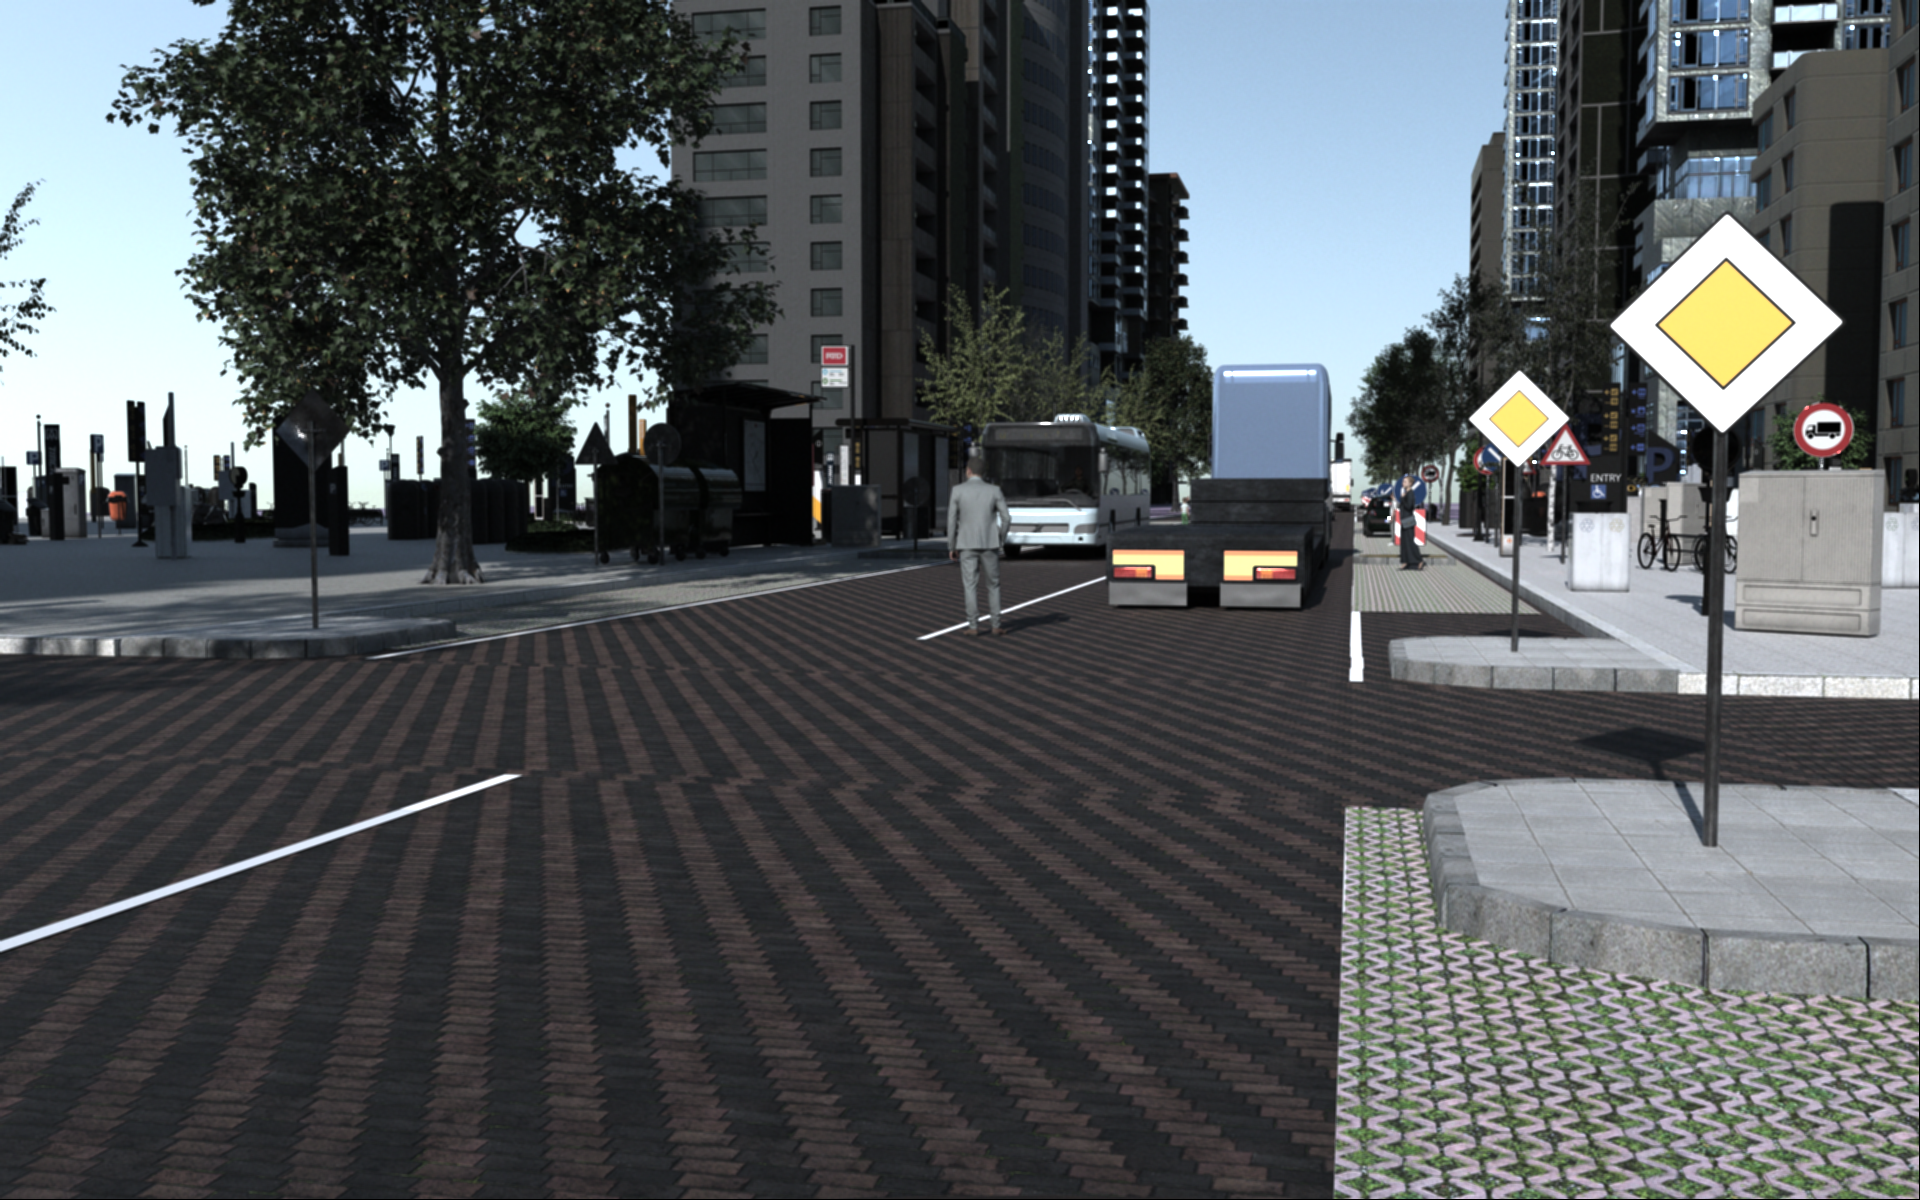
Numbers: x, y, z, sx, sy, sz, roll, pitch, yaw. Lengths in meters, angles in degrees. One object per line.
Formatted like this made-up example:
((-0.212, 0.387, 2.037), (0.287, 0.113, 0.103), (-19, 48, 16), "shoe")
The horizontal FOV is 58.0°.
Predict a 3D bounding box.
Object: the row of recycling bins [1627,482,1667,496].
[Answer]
((23.360, -3.057, 57.095), (3.534, 1.692, 1.069), (2, 4, 26), "row of recycling bins")

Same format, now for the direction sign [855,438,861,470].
((-3.137, -3.933, 56.309), (0.876, 3.537, 0.379), (2, 4, 26), "direction sign")

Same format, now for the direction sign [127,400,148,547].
((-20.061, -3.074, 42.262), (0.379, 3.537, 0.876), (0, 4, 0), "direction sign")

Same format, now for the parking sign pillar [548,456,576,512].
((-19.485, -5.889, 84.764), (1.447, 3.967, 1.447), (-2, 4, -27), "parking sign pillar")

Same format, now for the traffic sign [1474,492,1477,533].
((17.022, -3.494, 57.123), (0.884, 2.594, 0.081), (1, 4, 18), "traffic sign")

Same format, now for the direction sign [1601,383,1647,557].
((13.498, -2.646, 35.259), (0.876, 3.537, 0.379), (0, 4, 4), "direction sign")

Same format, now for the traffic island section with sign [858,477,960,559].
((-1.073, -1.851, 38.886), (1.989, 1.847, 2.006), (1, 4, 13), "traffic island section with sign")

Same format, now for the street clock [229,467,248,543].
((-19.014, -2.514, 45.682), (0.471, 2.002, 0.358), (2, 4, 33), "street clock")

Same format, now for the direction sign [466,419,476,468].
((-15.055, -3.687, 52.274), (0.876, 3.537, 0.379), (0, 4, -5), "direction sign")

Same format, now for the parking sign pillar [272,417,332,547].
((-16.005, -3.285, 42.179), (1.447, 3.967, 1.447), (-1, 4, -10), "parking sign pillar")

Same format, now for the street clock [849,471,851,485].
((-3.487, -3.037, 54.221), (0.358, 2.002, 0.471), (-1, 4, -9), "street clock")

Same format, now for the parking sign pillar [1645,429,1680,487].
((29.027, -5.084, 71.596), (1.447, 3.967, 1.447), (3, 5, 42), "parking sign pillar")

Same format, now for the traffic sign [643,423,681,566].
((-5.348, -1.890, 31.001), (0.768, 2.556, 0.104), (1, 4, 21), "traffic sign")

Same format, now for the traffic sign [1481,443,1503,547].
((12.902, -2.538, 41.600), (0.768, 2.556, 0.104), (1, 4, 20), "traffic sign")

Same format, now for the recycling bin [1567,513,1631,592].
((8.500, -0.642, 23.055), (0.722, 1.027, 0.722), (1, 4, 15), "recycling bin")

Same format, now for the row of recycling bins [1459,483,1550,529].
((20.360, -3.497, 64.288), (3.534, 1.692, 1.069), (1, 4, 17), "row of recycling bins")

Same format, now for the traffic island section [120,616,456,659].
((-6.180, 0.350, 16.554), (2.009, 0.180, 2.903), (1, 4, 13), "traffic island section")

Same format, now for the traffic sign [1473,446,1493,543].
((13.800, -2.763, 45.280), (0.768, 2.556, 0.104), (1, 4, 19), "traffic sign")

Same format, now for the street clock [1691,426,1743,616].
((7.944, -0.835, 18.222), (0.471, 2.002, 0.358), (2, 4, 31), "street clock")

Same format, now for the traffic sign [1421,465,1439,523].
((20.661, -4.651, 76.148), (0.768, 2.556, 0.104), (1, 4, 15), "traffic sign")

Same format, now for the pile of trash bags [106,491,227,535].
((-25.087, -2.756, 54.806), (3.447, 1.369, 1.912), (-2, 4, -33), "pile of trash bags")

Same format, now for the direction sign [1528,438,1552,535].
((18.030, -3.804, 54.188), (0.876, 3.537, 0.379), (1, 4, 13), "direction sign")

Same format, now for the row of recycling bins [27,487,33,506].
((-42.617, -4.520, 81.008), (1.069, 1.692, 3.534), (0, 4, -6), "row of recycling bins")

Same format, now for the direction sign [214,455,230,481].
((-43.028, -6.670, 101.043), (0.876, 3.537, 0.379), (-1, 4, -20), "direction sign")

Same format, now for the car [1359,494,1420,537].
((14.446, -2.956, 58.118), (2.009, 1.686, 4.222), (1, 4, 11), "car")

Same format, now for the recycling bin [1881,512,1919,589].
((12.751, -0.690, 23.830), (0.722, 1.027, 0.722), (0, 4, -6), "recycling bin")

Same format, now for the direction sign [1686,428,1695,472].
((25.137, -4.138, 59.660), (0.379, 3.537, 0.876), (0, 4, 7), "direction sign")

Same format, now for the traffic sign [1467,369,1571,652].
((4.510, -0.636, 14.039), (0.795, 2.450, 0.064), (1, 4, 13), "traffic sign")

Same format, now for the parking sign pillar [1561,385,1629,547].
((15.415, -3.260, 41.771), (1.447, 3.967, 1.447), (1, 4, 22), "parking sign pillar")

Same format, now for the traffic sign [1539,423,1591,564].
((11.075, -1.941, 31.738), (0.884, 2.594, 0.081), (1, 4, 21), "traffic sign")

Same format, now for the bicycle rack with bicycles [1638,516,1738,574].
((12.668, -0.913, 28.305), (2.852, 0.926, 2.925), (0, 4, 4), "bicycle rack with bicycles")

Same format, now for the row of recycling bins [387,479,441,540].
((-15.634, -2.632, 50.138), (1.069, 1.692, 3.534), (0, 4, 5), "row of recycling bins")

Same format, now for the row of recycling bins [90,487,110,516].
((-50.981, -5.844, 102.656), (1.069, 1.692, 3.534), (-1, 4, -22), "row of recycling bins")

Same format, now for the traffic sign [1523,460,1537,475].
((15.293, -2.896, 47.358), (0.884, 2.594, 0.081), (1, 4, 13), "traffic sign")

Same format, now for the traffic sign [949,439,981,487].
((0.576, -4.292, 64.039), (2.265, 3.308, 0.079), (1, 4, 17), "traffic sign")

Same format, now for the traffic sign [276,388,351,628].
((-6.156, -0.786, 16.487), (0.795, 2.450, 0.064), (1, 4, 13), "traffic sign")

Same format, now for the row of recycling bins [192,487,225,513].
((-42.066, -5.352, 94.625), (3.534, 1.692, 1.069), (-1, 4, -15), "row of recycling bins")

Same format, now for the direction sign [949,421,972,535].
((0.012, -3.793, 54.016), (0.876, 3.537, 0.379), (-3, 4, -36), "direction sign")

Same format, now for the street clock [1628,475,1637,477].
((26.197, -3.850, 67.517), (0.358, 2.002, 0.471), (-2, 4, -29), "street clock")

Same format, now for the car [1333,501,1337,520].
((19.268, -5.109, 93.318), (2.009, 1.686, 4.222), (1, 4, 15), "car")

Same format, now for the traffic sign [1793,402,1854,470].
((11.935, -1.463, 24.019), (0.768, 2.556, 0.104), (1, 4, 13), "traffic sign")

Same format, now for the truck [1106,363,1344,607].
((5.107, -2.478, 30.278), (2.967, 4.110, 18.799), (1, 4, 13), "truck")

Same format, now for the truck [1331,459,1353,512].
((31.137, -9.453, 143.466), (2.839, 4.237, 11.283), (1, 4, 12), "truck")

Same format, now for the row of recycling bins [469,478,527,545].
((-12.315, -2.357, 45.642), (1.069, 1.692, 3.534), (0, 4, 7), "row of recycling bins")

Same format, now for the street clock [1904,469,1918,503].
((27.362, -2.770, 49.863), (0.358, 2.002, 0.471), (1, 4, 16), "street clock")

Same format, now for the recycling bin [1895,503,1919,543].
((26.532, -2.165, 47.954), (0.722, 1.027, 0.722), (0, 4, -6), "recycling bin")

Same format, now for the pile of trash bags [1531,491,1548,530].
((21.111, -3.143, 61.143), (1.912, 1.369, 3.447), (3, 5, 44), "pile of trash bags")

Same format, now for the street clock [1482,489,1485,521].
((25.019, -4.799, 83.027), (0.471, 2.002, 0.358), (-1, 4, -10), "street clock")

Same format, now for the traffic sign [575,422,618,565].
((-6.578, -1.914, 31.293), (0.884, 2.594, 0.081), (1, 4, 19), "traffic sign")

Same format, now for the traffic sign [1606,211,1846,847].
((2.733, -0.160, 6.254), (0.795, 2.450, 0.064), (1, 4, 13), "traffic sign")

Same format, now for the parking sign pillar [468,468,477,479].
((-25.074, -6.052, 87.419), (1.447, 3.967, 1.447), (0, 4, -7), "parking sign pillar")

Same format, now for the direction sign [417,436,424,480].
((-21.108, -4.635, 67.774), (0.379, 3.537, 0.876), (-2, 4, -31), "direction sign")

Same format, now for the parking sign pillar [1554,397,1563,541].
((17.076, -3.633, 47.874), (1.447, 3.967, 1.447), (2, 4, 30), "parking sign pillar")

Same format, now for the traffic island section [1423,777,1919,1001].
((2.757, 0.976, 6.326), (2.009, 0.180, 2.903), (1, 4, 13), "traffic island section")

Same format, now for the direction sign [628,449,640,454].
((-16.209, -5.795, 86.752), (0.876, 3.537, 0.379), (-3, 4, -38), "direction sign")

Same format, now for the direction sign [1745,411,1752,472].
((17.419, -2.833, 38.321), (0.379, 3.537, 0.876), (1, 4, 18), "direction sign")

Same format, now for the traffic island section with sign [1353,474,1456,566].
((9.114, -1.649, 35.596), (1.989, 1.847, 2.006), (1, 4, 13), "traffic island section with sign")

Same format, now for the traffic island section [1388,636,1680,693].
((4.535, 0.500, 14.111), (2.009, 0.180, 2.903), (1, 4, 13), "traffic island section")
